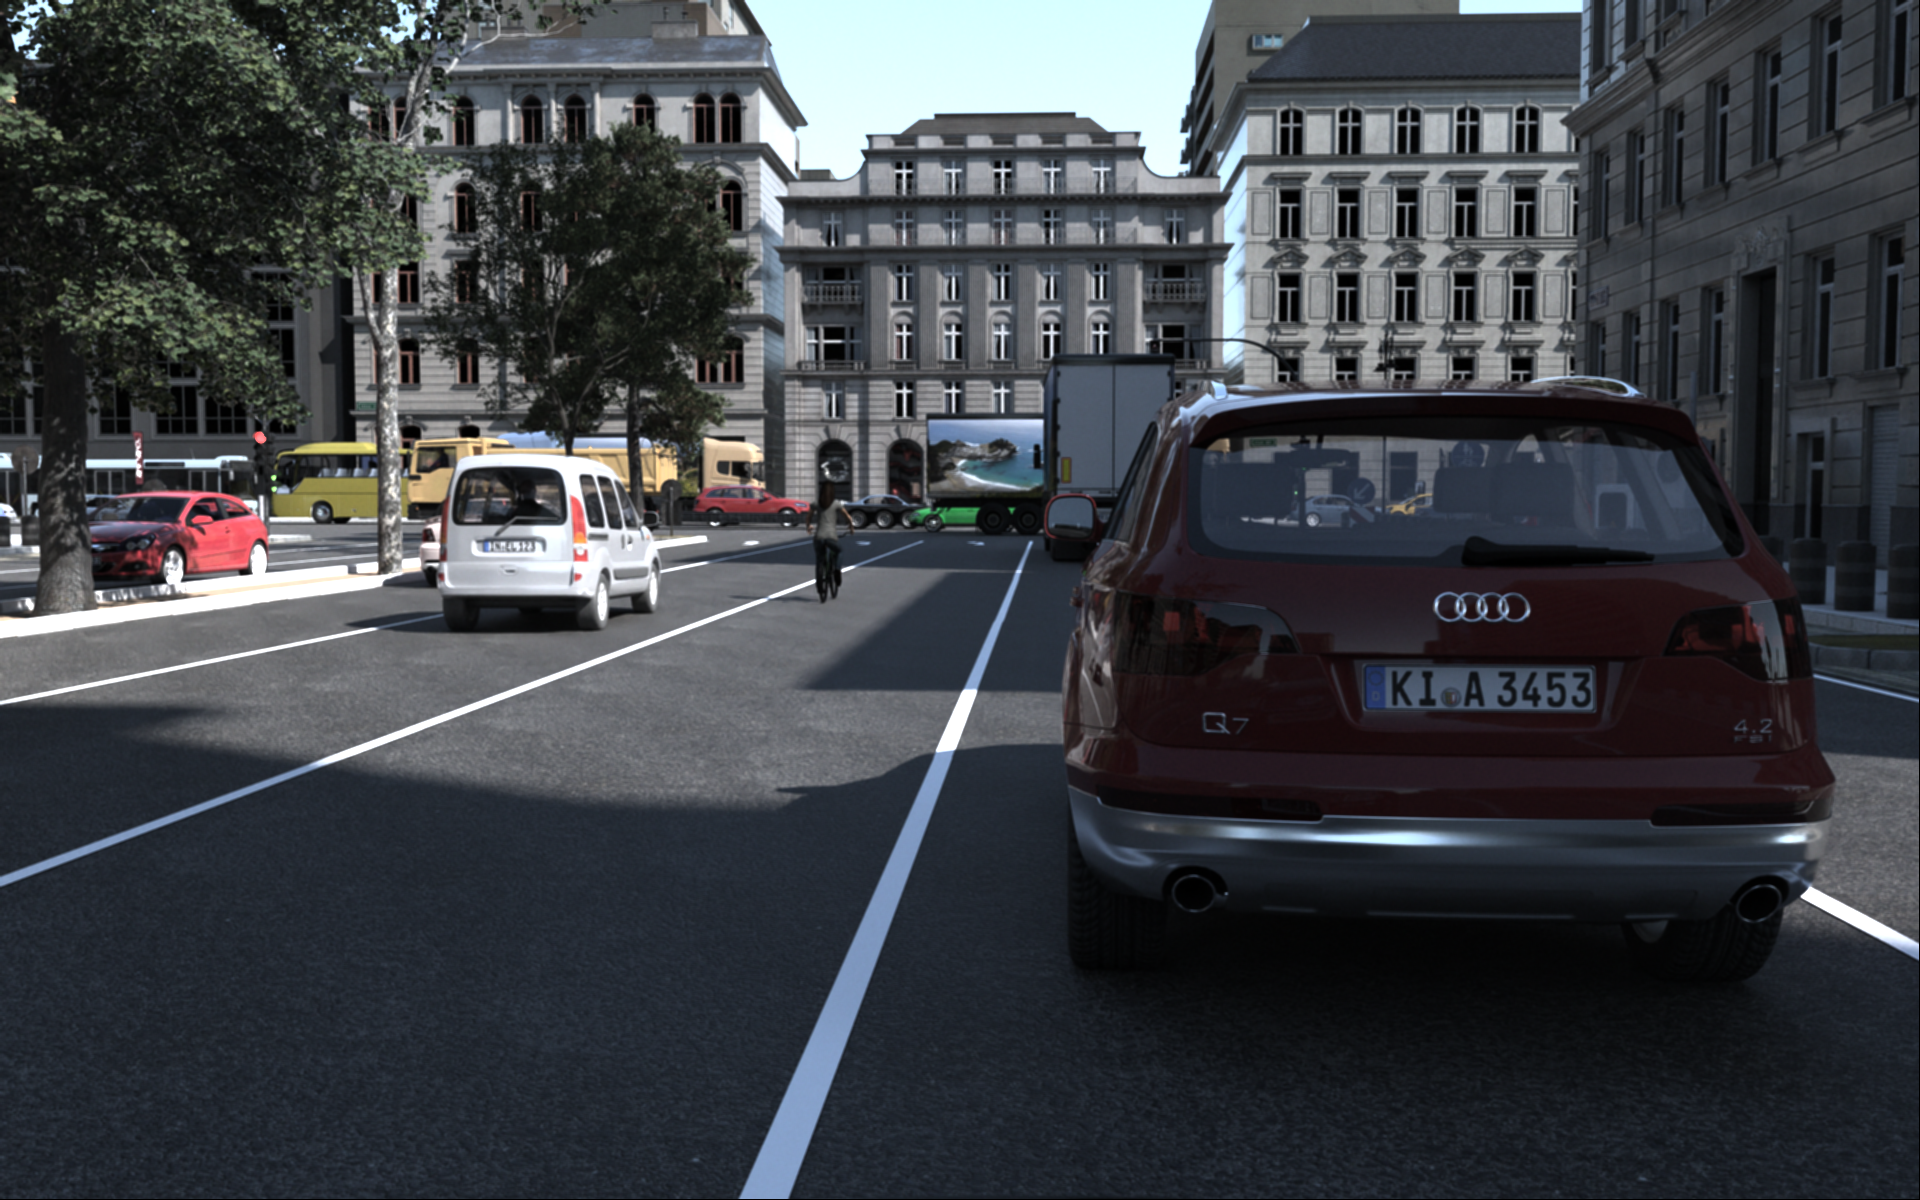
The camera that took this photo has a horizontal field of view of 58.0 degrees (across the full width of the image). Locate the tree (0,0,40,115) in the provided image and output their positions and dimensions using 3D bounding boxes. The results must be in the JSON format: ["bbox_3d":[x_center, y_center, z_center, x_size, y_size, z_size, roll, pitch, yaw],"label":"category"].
[{"bbox_3d":[-10.921,-5.490,9.223,9.611,12.733,9.660,0,3,0],"label":"tree"}]

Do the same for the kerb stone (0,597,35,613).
[{"bbox_3d":[-11.460,0.063,21.164,0.120,0.150,1.000,0,4,3],"label":"kerb stone"}]

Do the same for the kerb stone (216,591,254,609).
[{"bbox_3d":[-9.311,0.012,22.062,0.120,0.150,1.000,0,4,3],"label":"kerb stone"}]

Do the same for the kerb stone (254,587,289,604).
[{"bbox_3d":[-9.266,-0.054,23.088,0.120,0.150,1.000,0,4,3],"label":"kerb stone"}]

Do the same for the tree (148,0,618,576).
[{"bbox_3d":[-11.164,-10.541,30.693,12.611,20.169,13.585,0,3,0],"label":"tree"}]

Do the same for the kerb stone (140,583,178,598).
[{"bbox_3d":[-11.298,-0.126,24.250,0.120,0.150,1.000,0,4,3],"label":"kerb stone"}]

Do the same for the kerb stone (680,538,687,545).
[{"bbox_3d":[-7.925,-1.628,48.813,0.120,0.150,1.000,0,4,3],"label":"kerb stone"}]

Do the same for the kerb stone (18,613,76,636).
[{"bbox_3d":[-9.526,0.260,17.939,0.120,0.150,1.000,0,4,3],"label":"kerb stone"}]

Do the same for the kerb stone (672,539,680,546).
[{"bbox_3d":[-7.967,-1.565,47.786,0.120,0.150,1.000,0,4,3],"label":"kerb stone"}]

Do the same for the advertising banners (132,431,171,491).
[{"bbox_3d":[-22.905,-3.240,49.166,0.090,3.025,2.074,0,4,3],"label":"advertising banners"}]

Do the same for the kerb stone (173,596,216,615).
[{"bbox_3d":[-9.366,0.072,21.027,0.120,0.150,1.000,0,4,3],"label":"kerb stone"}]

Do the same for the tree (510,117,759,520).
[{"bbox_3d":[-9.200,-7.600,48.770,6.751,12.117,7.091,0,3,0],"label":"tree"}]

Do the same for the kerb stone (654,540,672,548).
[{"bbox_3d":[-8.024,-1.502,46.760,0.120,0.150,1.000,0,4,3],"label":"kerb stone"}]

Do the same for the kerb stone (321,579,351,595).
[{"bbox_3d":[-9.143,-0.180,25.150,0.120,0.150,1.000,0,4,3],"label":"kerb stone"}]

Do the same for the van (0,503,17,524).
[{"bbox_3d":[-41.503,-3.976,72.027,4.112,2.044,2.013,0,4,3],"label":"van"}]

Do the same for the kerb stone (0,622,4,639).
[{"bbox_3d":[-9.587,0.325,16.913,0.120,0.150,1.000,0,4,3],"label":"kerb stone"}]

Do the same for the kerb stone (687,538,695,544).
[{"bbox_3d":[-7.866,-1.691,49.838,0.120,0.150,1.000,0,4,3],"label":"kerb stone"}]

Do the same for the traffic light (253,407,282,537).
[{"bbox_3d":[-20.931,-3.872,52.235,0.839,4.253,0.868,0,4,3],"label":"traffic light"}]

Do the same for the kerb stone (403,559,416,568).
[{"bbox_3d":[-10.817,-0.692,33.504,0.120,0.150,1.000,0,4,3],"label":"kerb stone"}]

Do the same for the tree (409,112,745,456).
[{"bbox_3d":[-9.113,-6.374,41.079,8.767,10.594,7.601,0,4,3],"label":"tree"}]

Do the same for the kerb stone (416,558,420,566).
[{"bbox_3d":[-10.763,-0.752,34.530,0.120,0.150,1.000,0,4,3],"label":"kerb stone"}]

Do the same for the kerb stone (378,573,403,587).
[{"bbox_3d":[-9.043,-0.307,27.209,0.120,0.150,1.000,0,4,3],"label":"kerb stone"}]

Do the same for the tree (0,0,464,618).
[{"bbox_3d":[-10.259,-6.752,19.507,9.857,13.997,8.962,0,3,0],"label":"tree"}]

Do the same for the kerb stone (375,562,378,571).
[{"bbox_3d":[-10.868,-0.628,32.477,0.120,0.150,1.000,0,4,3],"label":"kerb stone"}]

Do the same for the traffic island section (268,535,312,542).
[{"bbox_3d":[-20.971,-1.840,52.372,2.009,0.180,2.903,0,4,3],"label":"traffic island section"}]

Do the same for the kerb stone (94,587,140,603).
[{"bbox_3d":[-11.354,-0.063,23.218,0.120,0.150,1.000,0,4,3],"label":"kerb stone"}]

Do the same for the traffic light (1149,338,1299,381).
[{"bbox_3d":[7.895,-4.645,50.610,4.771,5.953,1.251,0,4,3],"label":"traffic light"}]

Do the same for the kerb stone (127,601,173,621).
[{"bbox_3d":[-9.426,0.135,19.991,0.120,0.150,1.000,0,4,3],"label":"kerb stone"}]

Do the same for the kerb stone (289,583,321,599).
[{"bbox_3d":[-9.202,-0.114,24.116,0.120,0.150,1.000,0,4,3],"label":"kerb stone"}]

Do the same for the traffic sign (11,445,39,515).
[{"bbox_3d":[-24.202,-2.736,44.842,0.768,2.556,0.104,0,4,5],"label":"traffic sign"}]

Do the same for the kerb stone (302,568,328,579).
[{"bbox_3d":[-11.038,-0.439,29.395,0.120,0.150,1.000,0,4,3],"label":"kerb stone"}]

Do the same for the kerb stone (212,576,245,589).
[{"bbox_3d":[-11.196,-0.247,26.308,0.120,0.150,1.000,0,4,3],"label":"kerb stone"}]

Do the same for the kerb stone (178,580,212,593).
[{"bbox_3d":[-11.249,-0.183,25.278,0.120,0.150,1.000,0,4,3],"label":"kerb stone"}]

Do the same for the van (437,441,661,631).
[{"bbox_3d":[-4.527,-0.768,19.564,2.013,2.044,4.112,0,4,2],"label":"van"}]

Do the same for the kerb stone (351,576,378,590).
[{"bbox_3d":[-9.088,-0.244,26.182,0.120,0.150,1.000,0,4,3],"label":"kerb stone"}]

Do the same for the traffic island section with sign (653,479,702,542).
[{"bbox_3d":[-8.794,-2.681,51.973,2.006,1.907,1.989,0,4,3],"label":"traffic island section with sign"}]

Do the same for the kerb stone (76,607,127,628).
[{"bbox_3d":[-9.476,0.198,18.965,0.120,0.150,1.000,0,4,3],"label":"kerb stone"}]

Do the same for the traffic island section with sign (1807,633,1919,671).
[{"bbox_3d":[8.163,-0.378,14.815,1.989,1.847,2.006,0,4,3],"label":"traffic island section with sign"}]

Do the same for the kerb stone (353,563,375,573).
[{"bbox_3d":[-10.929,-0.562,31.452,0.120,0.150,1.000,0,4,3],"label":"kerb stone"}]

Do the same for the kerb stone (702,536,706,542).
[{"bbox_3d":[-7.762,-1.817,51.896,0.120,0.150,1.000,0,4,3],"label":"kerb stone"}]

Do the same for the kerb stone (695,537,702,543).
[{"bbox_3d":[-7.813,-1.749,50.870,0.120,0.150,1.000,0,4,3],"label":"kerb stone"}]

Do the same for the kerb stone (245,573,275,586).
[{"bbox_3d":[-11.137,-0.314,27.334,0.120,0.150,1.000,0,4,3],"label":"kerb stone"}]

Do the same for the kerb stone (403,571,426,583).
[{"bbox_3d":[-8.988,-0.367,28.235,0.120,0.150,1.000,0,4,3],"label":"kerb stone"}]

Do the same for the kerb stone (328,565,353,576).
[{"bbox_3d":[-10.974,-0.503,30.422,0.120,0.150,1.000,0,4,3],"label":"kerb stone"}]

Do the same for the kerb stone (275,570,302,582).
[{"bbox_3d":[-11.086,-0.377,28.365,0.120,0.150,1.000,0,4,3],"label":"kerb stone"}]
